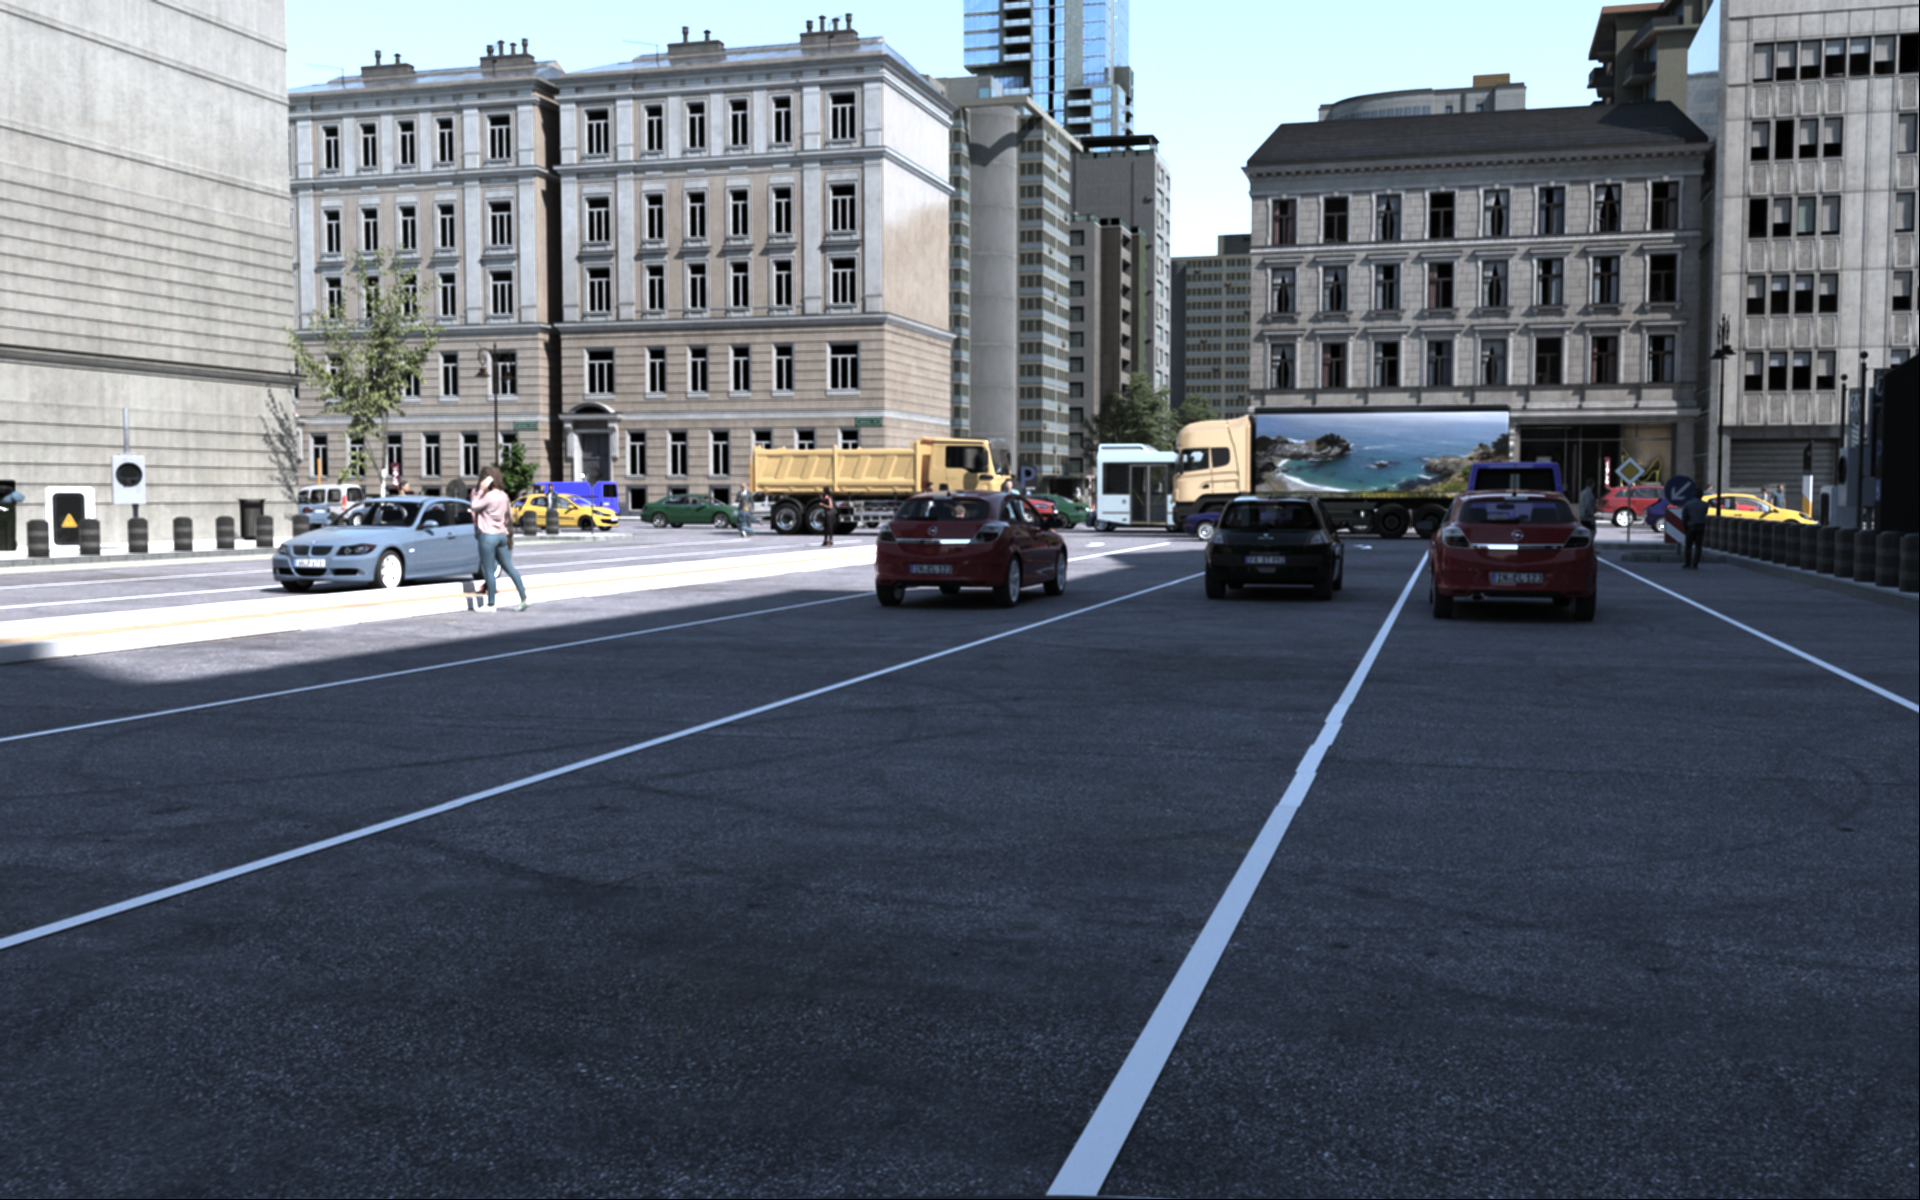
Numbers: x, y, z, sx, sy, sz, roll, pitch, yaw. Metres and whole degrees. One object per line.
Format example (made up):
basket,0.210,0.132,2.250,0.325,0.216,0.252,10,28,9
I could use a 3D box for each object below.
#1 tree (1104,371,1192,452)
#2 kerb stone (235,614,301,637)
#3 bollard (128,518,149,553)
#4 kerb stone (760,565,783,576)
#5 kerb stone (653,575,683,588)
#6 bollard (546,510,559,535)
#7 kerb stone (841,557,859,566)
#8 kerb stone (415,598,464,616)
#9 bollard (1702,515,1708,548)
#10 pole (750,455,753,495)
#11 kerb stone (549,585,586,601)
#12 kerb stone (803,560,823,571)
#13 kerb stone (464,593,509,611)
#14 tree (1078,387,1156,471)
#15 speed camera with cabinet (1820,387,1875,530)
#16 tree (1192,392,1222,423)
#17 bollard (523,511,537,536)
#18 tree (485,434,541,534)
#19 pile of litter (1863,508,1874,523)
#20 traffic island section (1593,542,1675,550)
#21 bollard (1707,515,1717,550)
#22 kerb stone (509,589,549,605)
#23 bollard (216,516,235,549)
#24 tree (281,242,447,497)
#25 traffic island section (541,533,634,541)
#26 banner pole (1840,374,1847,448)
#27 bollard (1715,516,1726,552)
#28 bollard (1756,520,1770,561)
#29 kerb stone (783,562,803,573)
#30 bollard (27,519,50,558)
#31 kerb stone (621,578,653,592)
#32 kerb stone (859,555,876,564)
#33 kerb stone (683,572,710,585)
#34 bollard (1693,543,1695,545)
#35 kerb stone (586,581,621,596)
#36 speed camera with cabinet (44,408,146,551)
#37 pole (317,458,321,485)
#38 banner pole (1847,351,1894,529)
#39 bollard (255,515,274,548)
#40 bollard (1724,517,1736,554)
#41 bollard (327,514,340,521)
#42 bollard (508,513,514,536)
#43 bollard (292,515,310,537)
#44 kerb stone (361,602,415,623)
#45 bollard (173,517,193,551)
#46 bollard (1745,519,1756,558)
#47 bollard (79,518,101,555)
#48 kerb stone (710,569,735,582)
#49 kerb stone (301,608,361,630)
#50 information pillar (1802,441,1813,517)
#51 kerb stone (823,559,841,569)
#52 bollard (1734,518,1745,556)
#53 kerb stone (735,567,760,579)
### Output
tree,16.829,-14.819,160.419,7.486,12.596,7.792,0,3,0
kerb stone,-7.174,0.270,17.797,0.120,0.150,1.000,1,4,16
bollard,-17.908,-1.408,37.733,0.404,0.777,0.398,0,3,0
kerb stone,-3.432,-0.519,30.678,0.120,0.150,1.000,1,4,16
kerb stone,-4.589,-0.270,26.705,0.120,0.150,1.000,1,4,16
bollard,-12.931,-2.460,54.938,0.404,0.777,0.398,0,3,0
kerb stone,-2.302,-0.757,34.637,0.120,0.150,1.000,1,4,16
kerb stone,-6.314,0.087,20.770,0.120,0.150,1.000,1,4,16
bollard,17.913,-1.624,41.265,0.404,0.777,0.398,0,3,0
pole,-10.992,-5.968,91.422,0.158,3.312,0.155,0,3,0
kerb stone,-5.455,-0.095,23.746,0.120,0.150,1.000,1,4,16
kerb stone,-2.863,-0.637,32.659,0.120,0.150,1.000,1,4,16
kerb stone,-6.021,0.030,21.763,0.120,0.150,1.000,1,4,16
tree,13.748,-13.234,150.795,7.601,10.594,8.767,1,4,15
speed camera with cabinet,16.908,-2.361,32.944,0.660,3.252,2.038,1,4,14
tree,26.442,-16.800,192.802,7.486,12.596,7.792,0,3,0
bollard,-13.315,-2.379,53.620,0.404,0.777,0.398,0,3,0
tree,-14.204,-3.737,55.694,1.663,3.219,1.824,0,3,0
pile of litter,40.460,-3.926,78.156,1.719,0.858,1.176,3,4,36
traffic island section,17.768,-1.450,45.996,2.009,0.180,2.903,1,4,16
bollard,17.534,-1.543,39.940,0.404,0.777,0.398,0,3,0
kerb stone,-5.737,-0.031,22.750,0.120,0.150,1.000,1,4,16
bollard,-17.135,-1.570,40.390,0.404,0.777,0.398,0,3,0
tree,-17.002,-6.105,50.172,4.737,8.622,4.395,0,3,0
traffic island section,-11.575,-1.968,54.453,2.009,0.180,2.903,1,4,16
banner pole,18.512,-2.815,36.049,0.401,3.779,0.863,-1,4,-13
bollard,17.147,-1.462,38.613,0.404,0.777,0.398,0,3,0
bollard,15.605,-1.136,33.291,0.404,0.777,0.398,0,3,0
kerb stone,-3.159,-0.574,31.669,0.120,0.150,1.000,1,4,16
bollard,-18.670,-1.245,35.078,0.404,0.777,0.398,0,3,0
kerb stone,-4.880,-0.215,25.719,0.120,0.150,1.000,1,4,16
kerb stone,-2.008,-0.822,35.629,0.120,0.150,1.000,1,4,16
kerb stone,-4.306,-0.336,27.692,0.120,0.150,1.000,1,4,16
bollard,18.295,-1.704,42.584,0.404,0.777,0.398,0,3,0
kerb stone,-5.160,-0.155,24.731,0.120,0.150,1.000,1,4,16
speed camera with cabinet,-19.712,-2.760,39.465,2.038,3.252,0.660,-2,4,-30
pole,-36.396,-6.395,98.401,0.158,3.312,0.155,0,3,0
banner pole,16.062,-2.469,30.385,0.863,3.779,0.401,2,4,24
bollard,-16.754,-1.651,41.716,0.404,0.777,0.398,0,3,0
bollard,16.759,-1.380,37.278,0.404,0.777,0.398,0,3,0
bollard,-15.987,-1.813,44.354,0.404,0.777,0.398,0,3,0
bollard,-13.695,-2.299,52.300,0.404,0.777,0.398,0,3,0
bollard,-16.375,-1.732,43.036,0.404,0.777,0.398,0,3,0
kerb stone,-6.593,0.148,19.769,0.120,0.150,1.000,1,4,16
bollard,-17.522,-1.489,39.057,0.404,0.777,0.398,0,3,0
bollard,15.992,-1.217,34.611,0.404,0.777,0.398,0,3,0
bollard,-18.290,-1.326,36.398,0.404,0.777,0.398,0,3,0
kerb stone,-4.020,-0.391,28.688,0.120,0.150,1.000,1,4,16
kerb stone,-6.876,0.209,18.780,0.120,0.150,1.000,1,4,16
information pillar,37.449,-5.208,76.507,0.183,3.616,0.504,-1,4,-16
kerb stone,-2.586,-0.699,33.650,0.120,0.150,1.000,1,4,16
bollard,16.374,-1.298,35.938,0.404,0.777,0.398,0,3,0
kerb stone,-3.726,-0.458,29.687,0.120,0.150,1.000,1,4,16
